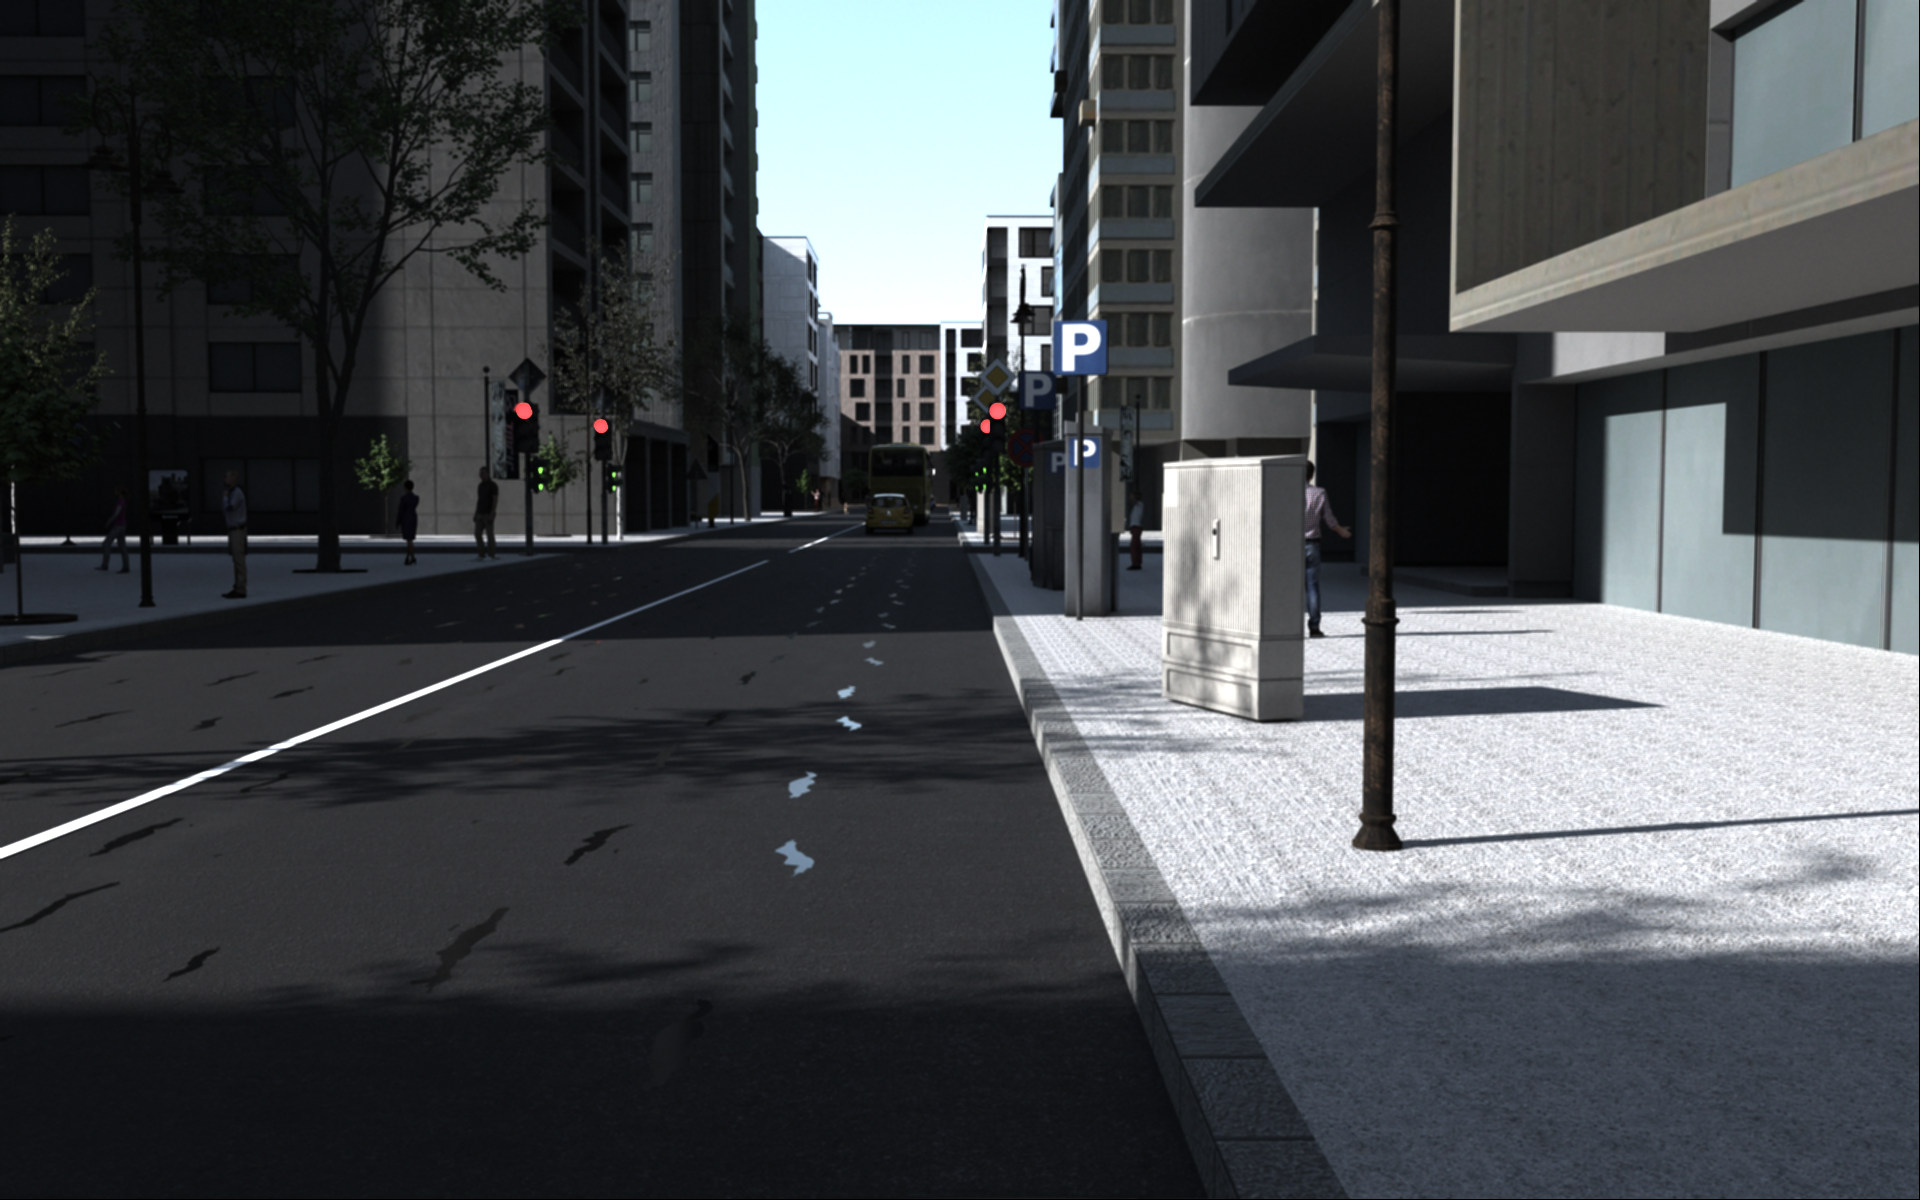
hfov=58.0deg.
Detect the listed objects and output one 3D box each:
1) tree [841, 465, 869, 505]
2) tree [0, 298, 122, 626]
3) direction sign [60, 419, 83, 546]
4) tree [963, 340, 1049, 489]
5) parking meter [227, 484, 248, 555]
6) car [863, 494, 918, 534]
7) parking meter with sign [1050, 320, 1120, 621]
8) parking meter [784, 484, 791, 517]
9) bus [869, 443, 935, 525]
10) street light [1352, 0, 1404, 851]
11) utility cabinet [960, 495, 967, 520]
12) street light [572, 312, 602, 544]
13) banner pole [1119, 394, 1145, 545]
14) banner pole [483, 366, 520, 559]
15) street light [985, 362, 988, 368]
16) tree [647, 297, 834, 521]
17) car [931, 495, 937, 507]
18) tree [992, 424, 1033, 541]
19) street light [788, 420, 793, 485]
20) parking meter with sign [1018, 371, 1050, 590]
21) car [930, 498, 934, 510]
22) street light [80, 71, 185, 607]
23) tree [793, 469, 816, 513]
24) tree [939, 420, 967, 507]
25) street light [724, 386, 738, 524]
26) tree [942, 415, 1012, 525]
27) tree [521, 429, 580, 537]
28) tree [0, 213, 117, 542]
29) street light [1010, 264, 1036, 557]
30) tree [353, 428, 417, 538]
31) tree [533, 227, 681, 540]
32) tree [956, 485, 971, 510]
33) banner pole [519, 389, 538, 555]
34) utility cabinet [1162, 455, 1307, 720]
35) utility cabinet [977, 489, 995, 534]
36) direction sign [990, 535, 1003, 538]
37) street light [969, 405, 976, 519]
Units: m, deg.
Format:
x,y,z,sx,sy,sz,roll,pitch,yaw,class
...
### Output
x,y,z,sx,sy,sz,roll,pitch,yaw,class
-11.954,-12.999,196.239,4.285,4.588,4.351,0,3,0,tree
-9.351,-1.379,17.147,1.663,3.219,1.824,0,3,0,tree
-22.222,-3.123,43.056,0.379,3.537,0.876,3,4,37,direction sign
2.021,-8.173,83.986,4.737,8.622,4.395,0,3,0,tree
-15.152,-1.706,36.309,0.372,1.533,0.369,0,3,0,parking meter
-2.555,-3.238,63.159,2.015,1.641,3.980,0,4,-1,car
1.385,-1.347,18.283,0.543,3.016,1.738,1,4,12,parking meter with sign
-9.570,-5.528,96.096,0.399,1.863,0.255,3,4,38,parking meter
-2.721,-5.530,81.970,2.896,3.916,12.252,0,4,0,bus
1.519,-2.039,6.128,0.468,5.910,1.993,0,4,-1,street light
0.184,-4.548,85.524,0.306,1.237,1.020,0,4,-4,utility cabinet
-9.462,-4.359,44.058,0.468,5.910,1.993,0,4,-1,street light
4.267,-3.252,43.183,0.863,3.779,0.401,-3,5,-40,banner pole
-9.104,-2.683,33.879,0.863,3.779,0.401,3,5,42,banner pole
0.940,-5.375,60.661,0.468,5.910,1.993,0,4,-1,street light
-10.202,-9.015,81.809,8.767,10.594,7.601,-2,4,-35,tree
-3.624,-10.953,191.435,2.083,1.381,4.827,0,4,-2,car
1.399,-3.274,48.131,1.663,3.219,1.824,0,3,0,tree
-10.085,-7.956,102.875,0.468,5.910,1.993,0,4,-1,street light
1.255,-1.684,23.790,0.543,3.016,1.738,-1,4,-11,parking meter with sign
-3.279,-8.909,155.251,1.945,1.707,3.694,0,4,-2,car
-9.261,-2.860,19.553,0.468,5.910,1.993,0,4,-1,street light
-10.666,-7.726,120.923,1.663,3.219,1.824,0,3,0,tree
-0.099,-13.500,171.079,4.360,8.622,3.978,0,3,0,tree
-9.635,-6.131,73.022,0.468,5.910,1.993,0,4,-1,street light
0.965,-5.398,71.965,4.285,4.588,4.351,0,3,0,tree
-12.379,-3.518,52.121,1.663,3.219,1.824,0,3,0,tree
-25.198,-5.872,46.362,4.737,8.622,4.395,0,3,0,tree
1.259,-3.802,34.957,0.468,5.910,1.993,0,4,-1,street light
-17.047,-3.452,51.043,1.663,3.219,1.824,0,3,0,tree
-9.570,-5.981,48.145,4.360,8.622,3.978,0,3,0,tree
0.673,-8.904,140.174,1.663,3.219,1.824,0,3,0,tree
-9.336,-2.838,36.426,0.863,3.779,0.401,0,4,6,banner pole
1.583,-0.094,10.210,0.318,1.500,1.173,-1,4,-20,utility cabinet
0.887,-2.886,55.869,0.318,1.500,1.173,1,4,22,utility cabinet
1.075,-3.589,50.679,0.379,3.537,0.876,0,4,-4,direction sign
0.650,-7.138,89.490,0.468,5.910,1.993,0,4,-1,street light
